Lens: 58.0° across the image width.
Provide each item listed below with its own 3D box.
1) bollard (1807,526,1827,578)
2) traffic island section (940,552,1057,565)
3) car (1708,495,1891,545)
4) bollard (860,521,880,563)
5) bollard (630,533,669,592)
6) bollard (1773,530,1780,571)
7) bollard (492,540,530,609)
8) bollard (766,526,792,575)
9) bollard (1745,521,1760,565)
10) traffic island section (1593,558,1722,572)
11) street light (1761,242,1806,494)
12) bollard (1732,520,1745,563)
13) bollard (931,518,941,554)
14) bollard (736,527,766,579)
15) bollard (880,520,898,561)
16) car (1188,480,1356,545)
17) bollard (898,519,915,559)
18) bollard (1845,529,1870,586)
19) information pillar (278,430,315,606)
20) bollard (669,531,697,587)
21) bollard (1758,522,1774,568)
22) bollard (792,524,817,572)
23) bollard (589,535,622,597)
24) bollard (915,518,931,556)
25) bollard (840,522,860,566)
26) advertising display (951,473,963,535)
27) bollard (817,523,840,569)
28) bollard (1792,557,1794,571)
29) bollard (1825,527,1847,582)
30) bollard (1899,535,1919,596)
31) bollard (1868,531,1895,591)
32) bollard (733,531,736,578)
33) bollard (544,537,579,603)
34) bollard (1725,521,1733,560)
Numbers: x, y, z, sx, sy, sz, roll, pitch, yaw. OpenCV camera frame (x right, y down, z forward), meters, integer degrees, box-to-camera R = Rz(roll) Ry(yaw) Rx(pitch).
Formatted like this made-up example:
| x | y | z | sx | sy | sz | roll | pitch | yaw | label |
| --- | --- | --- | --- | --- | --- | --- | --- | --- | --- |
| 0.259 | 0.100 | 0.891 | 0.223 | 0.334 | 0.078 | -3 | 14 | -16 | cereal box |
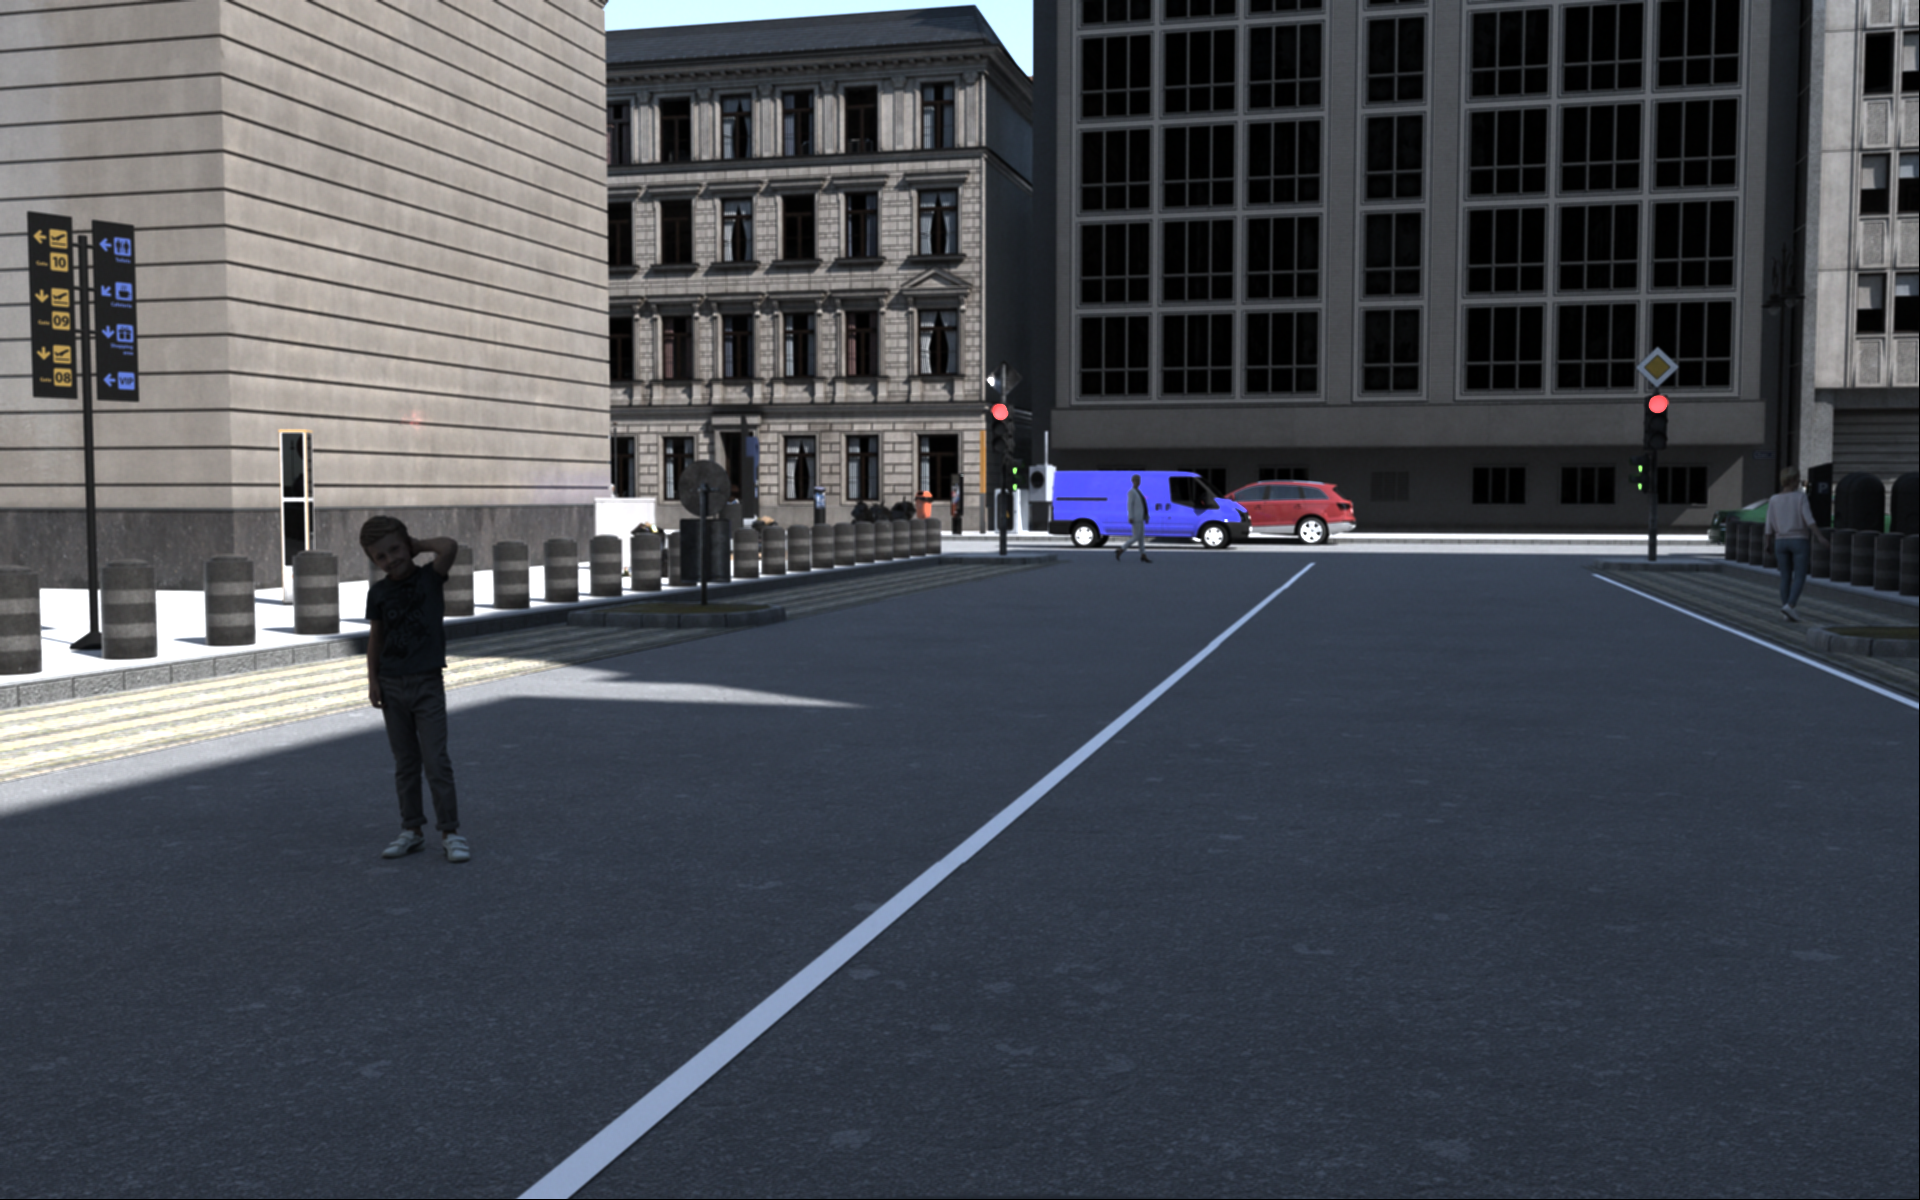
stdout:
| x | y | z | sx | sy | sz | roll | pitch | yaw | label |
| --- | --- | --- | --- | --- | --- | --- | --- | --- | --- |
| 13.290 | -0.725 | 26.577 | 0.404 | 0.777 | 0.398 | 0 | 3 | 0 | bollard |
| 0.884 | -0.858 | 36.312 | 2.009 | 0.180 | 2.903 | 1 | 4 | 14 | traffic island section |
| 19.838 | -1.709 | 39.740 | 4.920 | 1.459 | 2.131 | 1 | 4 | 13 | car |
| -1.792 | -1.075 | 32.285 | 0.404 | 0.777 | 0.398 | 0 | 3 | 0 | bollard |
| -4.155 | -0.501 | 22.916 | 0.404 | 0.777 | 0.398 | 0 | 3 | 0 | bollard |
| 13.885 | -0.869 | 28.926 | 0.404 | 0.777 | 0.398 | 0 | 3 | 0 | bollard |
| -5.032 | -0.287 | 19.417 | 0.404 | 0.777 | 0.398 | 0 | 3 | 0 | bollard |
| -2.973 | -0.788 | 27.599 | 0.404 | 0.777 | 0.398 | 0 | 3 | 0 | bollard |
| 14.472 | -1.012 | 31.257 | 0.404 | 0.777 | 0.398 | 0 | 3 | 0 | bollard |
| 13.287 | -0.667 | 33.192 | 2.009 | 0.180 | 2.903 | 1 | 4 | 14 | traffic island section |
| 15.149 | -3.622 | 32.002 | 0.468 | 5.910 | 1.993 | 1 | 4 | 14 | street light |
| 14.768 | -1.083 | 32.428 | 0.404 | 0.777 | 0.398 | 0 | 3 | 0 | bollard |
| -0.605 | -1.361 | 36.976 | 0.404 | 0.777 | 0.398 | 0 | 3 | 0 | bollard |
| -3.266 | -0.717 | 26.434 | 0.404 | 0.777 | 0.398 | 0 | 3 | 0 | bollard |
| -1.492 | -1.147 | 33.469 | 0.404 | 0.777 | 0.398 | 0 | 3 | 0 | bollard |
| 8.672 | -2.516 | 49.808 | 5.304 | 1.827 | 2.281 | 1 | 4 | 16 | car |
| -1.199 | -1.218 | 34.634 | 0.404 | 0.777 | 0.398 | 0 | 3 | 0 | bollard |
| 12.699 | -0.582 | 24.233 | 0.404 | 0.777 | 0.398 | 0 | 3 | 0 | bollard |
| -7.642 | -0.947 | 19.983 | 0.304 | 2.012 | 0.304 | 0 | 4 | -7 | information pillar |
| -3.858 | -0.573 | 24.090 | 0.404 | 0.777 | 0.398 | 0 | 3 | 0 | bollard |
| 14.179 | -0.940 | 30.091 | 0.404 | 0.777 | 0.398 | 0 | 3 | 0 | bollard |
| -2.678 | -0.859 | 28.764 | 0.404 | 0.777 | 0.398 | 0 | 3 | 0 | bollard |
| -4.447 | -0.430 | 21.750 | 0.404 | 0.777 | 0.398 | 0 | 3 | 0 | bollard |
| -0.905 | -1.289 | 35.799 | 0.404 | 0.777 | 0.398 | 0 | 3 | 0 | bollard |
| -2.086 | -1.002 | 31.105 | 0.404 | 0.777 | 0.398 | 0 | 3 | 0 | bollard |
| -0.095 | -3.020 | 54.589 | 0.123 | 1.923 | 0.974 | -1 | 4 | -17 | advertising display |
| -2.379 | -0.931 | 29.936 | 0.404 | 0.777 | 0.398 | 0 | 3 | 0 | bollard |
| 13.587 | -0.797 | 27.744 | 0.404 | 0.777 | 0.398 | 0 | 3 | 0 | bollard |
| 12.995 | -0.653 | 25.398 | 0.404 | 0.777 | 0.398 | 0 | 3 | 0 | bollard |
| 12.109 | -0.438 | 21.886 | 0.404 | 0.777 | 0.398 | 0 | 3 | 0 | bollard |
| 12.406 | -0.511 | 23.068 | 0.404 | 0.777 | 0.398 | 0 | 3 | 0 | bollard |
| -3.561 | -0.644 | 25.254 | 0.404 | 0.777 | 0.398 | 0 | 3 | 0 | bollard |
| -4.738 | -0.359 | 20.583 | 0.404 | 0.777 | 0.398 | 0 | 3 | 0 | bollard |
| 15.066 | -1.155 | 33.598 | 0.404 | 0.777 | 0.398 | 0 | 3 | 0 | bollard |
